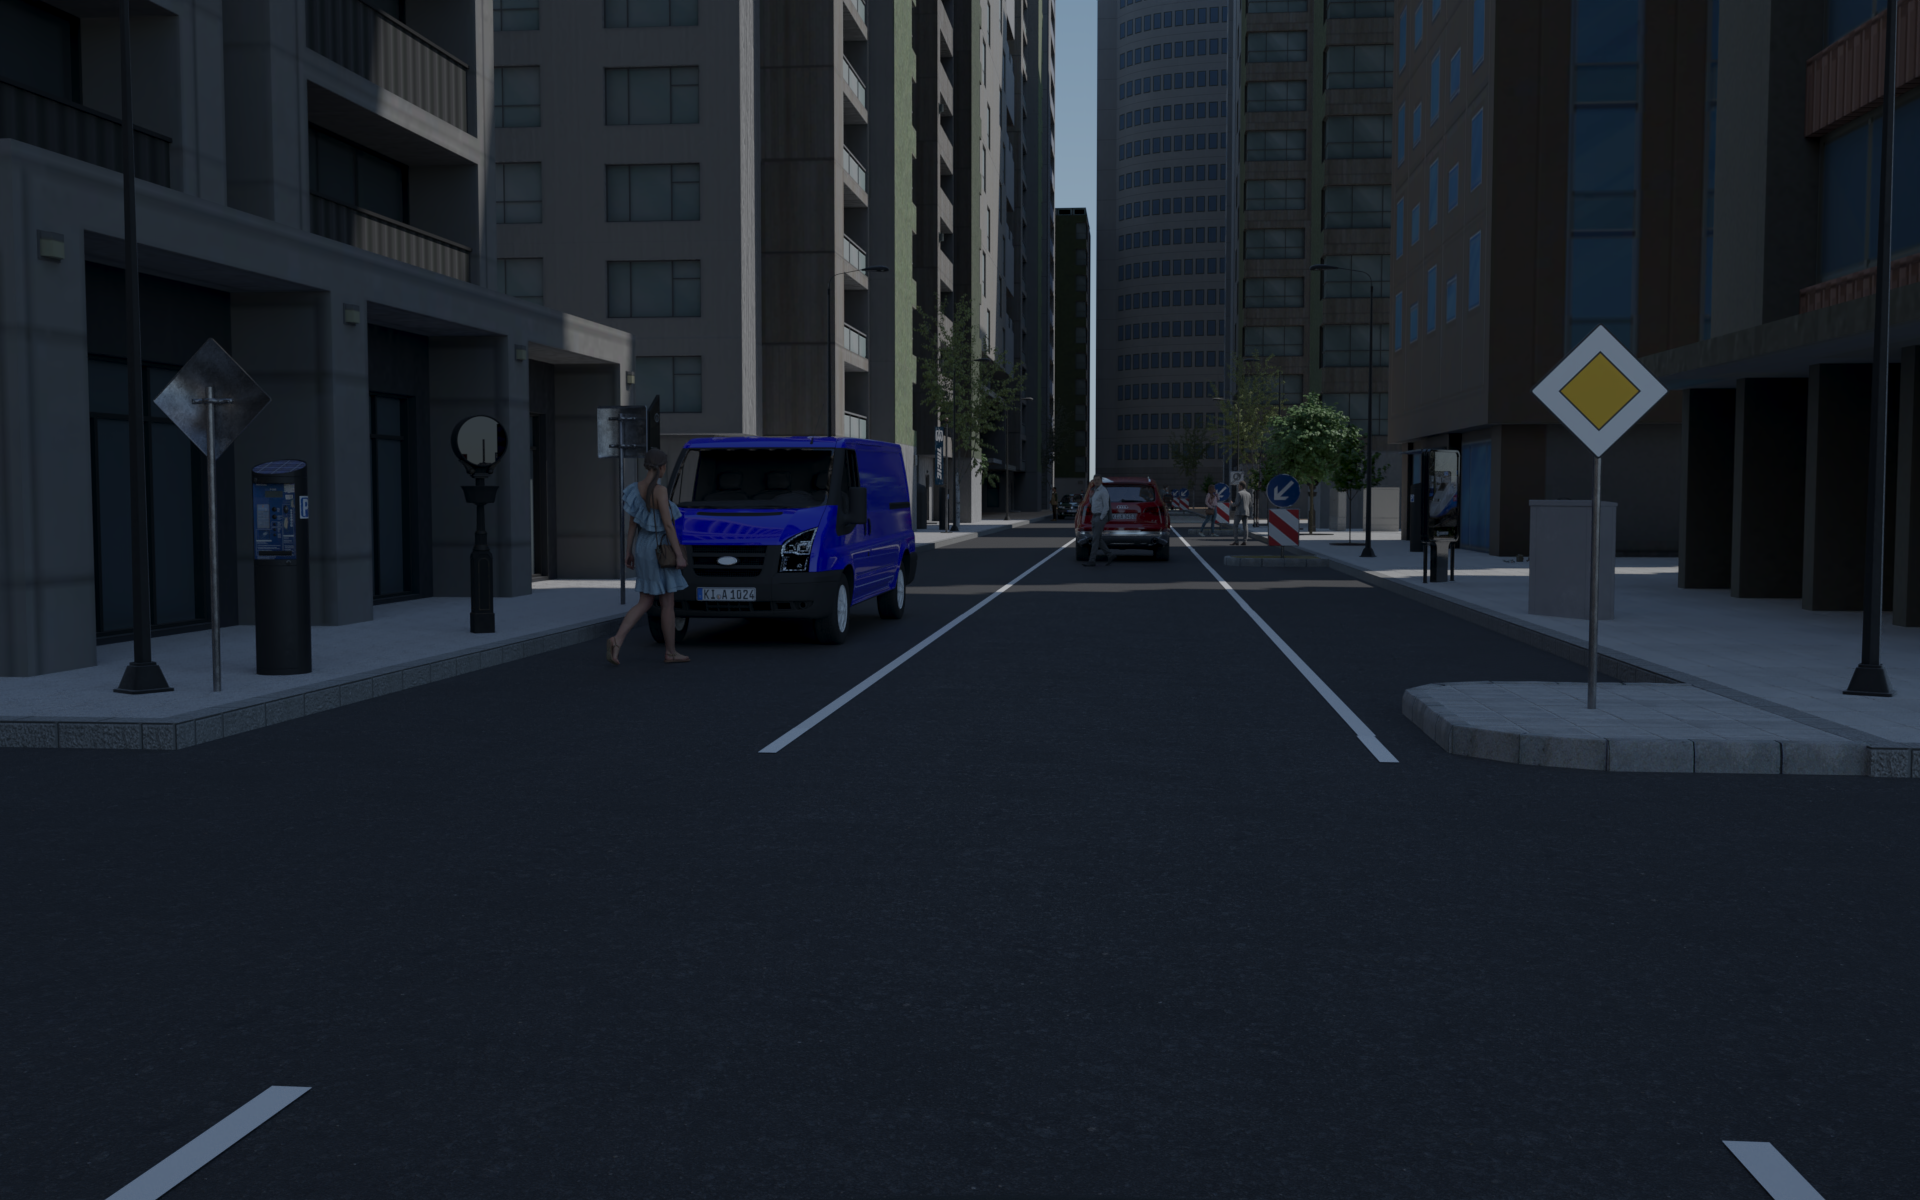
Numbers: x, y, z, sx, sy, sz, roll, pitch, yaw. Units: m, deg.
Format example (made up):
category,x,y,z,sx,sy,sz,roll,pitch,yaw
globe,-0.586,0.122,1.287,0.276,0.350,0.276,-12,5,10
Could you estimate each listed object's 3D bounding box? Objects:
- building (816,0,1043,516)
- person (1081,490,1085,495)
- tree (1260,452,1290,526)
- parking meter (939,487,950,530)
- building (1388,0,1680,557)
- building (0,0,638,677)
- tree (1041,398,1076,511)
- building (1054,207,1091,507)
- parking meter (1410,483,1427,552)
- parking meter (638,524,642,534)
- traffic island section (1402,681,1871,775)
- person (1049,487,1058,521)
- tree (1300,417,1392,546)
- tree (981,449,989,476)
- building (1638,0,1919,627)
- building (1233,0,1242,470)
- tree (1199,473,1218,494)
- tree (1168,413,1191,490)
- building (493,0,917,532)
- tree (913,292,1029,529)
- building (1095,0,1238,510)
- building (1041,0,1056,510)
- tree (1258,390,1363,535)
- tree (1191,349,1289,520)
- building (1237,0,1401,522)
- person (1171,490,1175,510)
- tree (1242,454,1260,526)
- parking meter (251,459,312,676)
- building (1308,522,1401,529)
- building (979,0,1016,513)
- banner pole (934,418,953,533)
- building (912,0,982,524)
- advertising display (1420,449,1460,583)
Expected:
category,x,y,z,sx,sy,sz,roll,pitch,yaw
building,-1.619,-26.796,121.711,14.154,41.232,14.086,0,4,6
person,9.533,-7.608,133.337,0.683,1.767,0.568,0,4,-4
tree,11.879,-4.158,62.589,1.663,3.219,1.824,0,3,0
parking meter,-0.567,-3.273,61.926,0.372,1.533,0.369,0,3,0
building,18.228,-23.847,40.012,14.600,45.320,14.200,0,4,6
building,-15.606,-35.657,21.237,20.563,71.187,20.611,0,4,6
tree,6.722,-11.108,131.983,4.360,8.622,3.978,0,3,0
building,6.262,-24.803,177.229,14.107,30.474,14.160,0,4,6
parking meter,10.179,-1.835,38.415,0.372,1.533,0.369,0,3,0
parking meter,-7.417,-1.941,40.151,0.372,1.533,0.369,0,3,0
traffic island section,3.795,0.729,10.359,2.009,0.180,2.903,0,4,6
person,5.007,-5.121,92.324,0.705,1.812,1.348,-1,4,-10
tree,9.669,-2.975,43.235,1.663,3.219,1.824,0,3,0
tree,-0.305,-6.183,84.811,4.285,4.588,4.351,0,3,0
building,22.773,-22.193,17.484,28.867,44.769,22.147,0,4,6
building,32.609,-32.186,115.487,28.713,52.752,27.495,0,4,6
tree,21.075,-9.341,147.328,1.663,3.219,1.824,0,3,0
tree,20.574,-12.460,154.089,4.737,8.622,4.395,0,3,0
building,-9.172,-22.530,51.968,14.154,41.232,14.086,0,4,6
tree,0.075,-6.903,63.224,4.737,8.622,4.395,0,3,0
building,28.186,-38.921,178.351,28.212,58.520,21.231,0,4,6
building,-5.972,-37.211,150.402,28.212,58.520,21.231,0,4,6
tree,10.969,-4.326,54.446,4.285,4.588,4.351,0,3,0
tree,14.526,-8.349,86.862,4.737,8.622,4.395,0,3,0
building,22.515,-19.855,96.330,14.160,30.474,14.107,0,4,6
person,18.600,-8.740,151.365,0.705,1.831,1.348,2,4,26
tree,12.634,-4.651,70.650,1.663,3.219,1.824,0,3,0
parking meter,-4.845,-0.242,12.374,0.372,1.533,0.369,0,3,0
building,21.025,-18.203,69.326,14.160,30.474,14.107,0,4,6
building,-10.980,-31.297,100.948,28.713,52.752,27.495,0,4,6
banner pole,-0.581,-4.078,56.699,0.401,3.779,0.863,3,4,36
building,-6.690,-18.502,74.213,14.160,30.474,14.107,0,4,6
advertising display,6.977,-1.221,25.180,0.123,1.923,0.974,3,5,42
